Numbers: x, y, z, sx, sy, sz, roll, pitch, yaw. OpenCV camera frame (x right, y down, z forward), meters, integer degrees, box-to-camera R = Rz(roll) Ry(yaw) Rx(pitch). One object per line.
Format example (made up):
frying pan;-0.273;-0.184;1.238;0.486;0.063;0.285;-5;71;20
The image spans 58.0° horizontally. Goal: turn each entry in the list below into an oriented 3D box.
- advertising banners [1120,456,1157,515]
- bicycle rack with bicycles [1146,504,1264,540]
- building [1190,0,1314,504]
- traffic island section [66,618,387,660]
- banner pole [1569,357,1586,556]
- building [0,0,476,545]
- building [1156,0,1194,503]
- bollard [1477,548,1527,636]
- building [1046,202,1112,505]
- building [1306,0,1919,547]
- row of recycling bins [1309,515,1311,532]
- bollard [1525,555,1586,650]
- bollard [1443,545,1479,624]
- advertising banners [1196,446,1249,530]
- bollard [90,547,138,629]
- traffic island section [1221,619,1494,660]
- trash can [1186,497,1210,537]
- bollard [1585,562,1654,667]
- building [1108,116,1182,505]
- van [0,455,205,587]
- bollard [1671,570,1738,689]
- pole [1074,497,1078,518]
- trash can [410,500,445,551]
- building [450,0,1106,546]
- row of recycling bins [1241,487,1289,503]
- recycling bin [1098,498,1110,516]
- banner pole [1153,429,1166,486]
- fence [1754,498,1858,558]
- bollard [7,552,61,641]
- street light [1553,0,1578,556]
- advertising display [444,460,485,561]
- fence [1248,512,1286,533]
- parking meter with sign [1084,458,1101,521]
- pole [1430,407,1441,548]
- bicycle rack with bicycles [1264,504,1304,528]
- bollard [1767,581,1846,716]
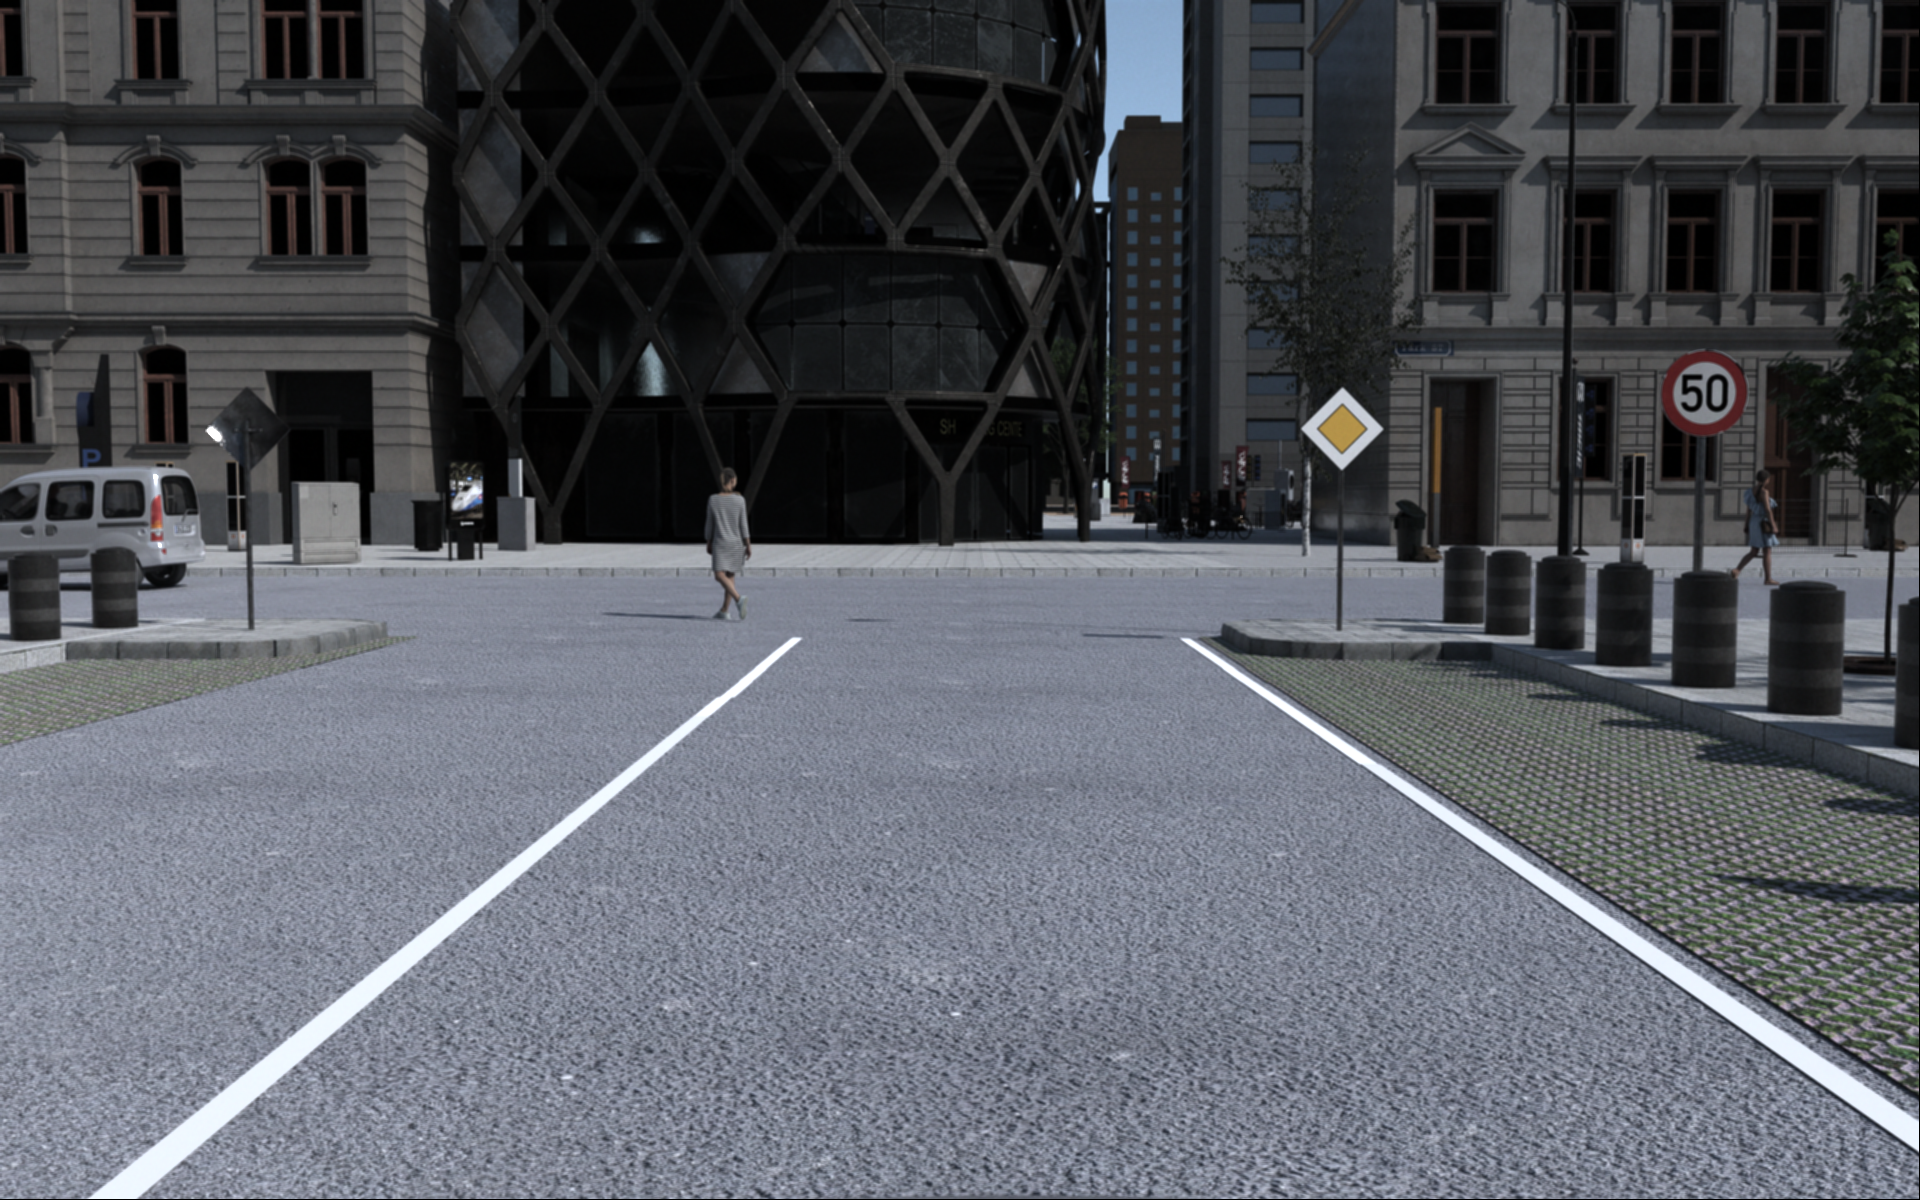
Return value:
advertising banners;8.336;-5.134;80.129;2.074;3.025;0.090;-1;4;-16
bicycle rack with bicycles;6.590;-2.212;49.552;2.852;0.926;2.925;-2;4;-25
building;27.655;-35.743;126.394;21.231;58.520;28.212;0;4;0
traffic island section;-6.711;0.363;16.351;2.009;0.180;2.903;0;4;0
banner pole;11.401;-2.569;32.028;0.401;3.779;0.863;3;4;37
building;-24.697;-15.983;48.717;23.554;28.519;14.401;0;4;0
building;28.645;-43.607;151.226;20.563;71.187;20.611;0;4;0
bollard;5.015;-0.069;15.847;0.404;0.777;0.398;0;3;0
building;6.400;-32.128;217.167;23.993;40.220;32.217;0;4;0
building;20.315;-12.876;46.674;21.152;22.565;11.583;0;4;0
row of recycling bins;13.036;-3.067;57.262;3.534;1.692;1.069;3;5;43
bollard;5.003;0.017;14.432;0.404;0.777;0.398;0;3;0
bollard;5.029;-0.156;17.273;0.404;0.777;0.398;0;3;0
advertising banners;9.497;-4.056;62.500;2.074;3.025;0.090;-1;4;-19
bollard;-8.145;-0.120;16.682;0.404;0.777;0.398;0;3;0
traffic island section;3.580;0.367;16.273;2.009;0.180;2.903;0;4;0
trash can;7.184;-2.483;52.253;0.748;1.137;0.748;0;3;0
bollard;4.993;0.104;13.017;0.404;0.777;0.398;0;3;0
building;25.435;-34.138;208.261;14.200;45.320;14.600;0;4;0
van;-13.718;-1.173;26.191;4.112;2.044;2.013;0;4;0
bollard;4.985;0.191;11.597;0.404;0.777;0.398;0;3;0
pole;6.603;-6.298;96.810;0.158;3.312;0.155;0;3;0
trash can;-11.948;-1.667;38.912;0.748;1.137;0.748;0;3;0
building;-4.322;-11.165;50.001;16.811;18.784;16.820;0;4;0
row of recycling bins;16.914;-5.459;96.364;1.069;1.692;3.534;-2;4;-35
recycling bin;8.312;-5.418;101.131;0.722;1.027;0.722;-1;4;-22
banner pole;7.686;-4.686;66.635;0.863;3.779;0.401;-3;5;-44
fence;17.133;-1.470;35.233;2.264;1.192;0.480;-1;4;-13
bollard;-8.158;-0.034;15.267;0.404;0.777;0.398;0;3;0
street light;5.035;-2.651;15.877;1.470;5.913;1.316;0;4;0
advertising display;-9.608;-1.738;33.626;0.123;1.923;0.974;2;4;26
fence;10.337;-2.624;58.277;0.278;0.683;2.069;3;5;40
parking meter with sign;6.362;-5.343;83.618;0.543;3.016;1.738;-1;4;-16
pole;11.236;-2.877;40.886;0.158;3.312;0.155;0;3;0
bicycle rack with bicycles;12.032;-3.196;65.640;2.852;0.926;2.925;0;4;-1
bollard;4.973;0.277;10.182;0.404;0.777;0.398;0;3;0
